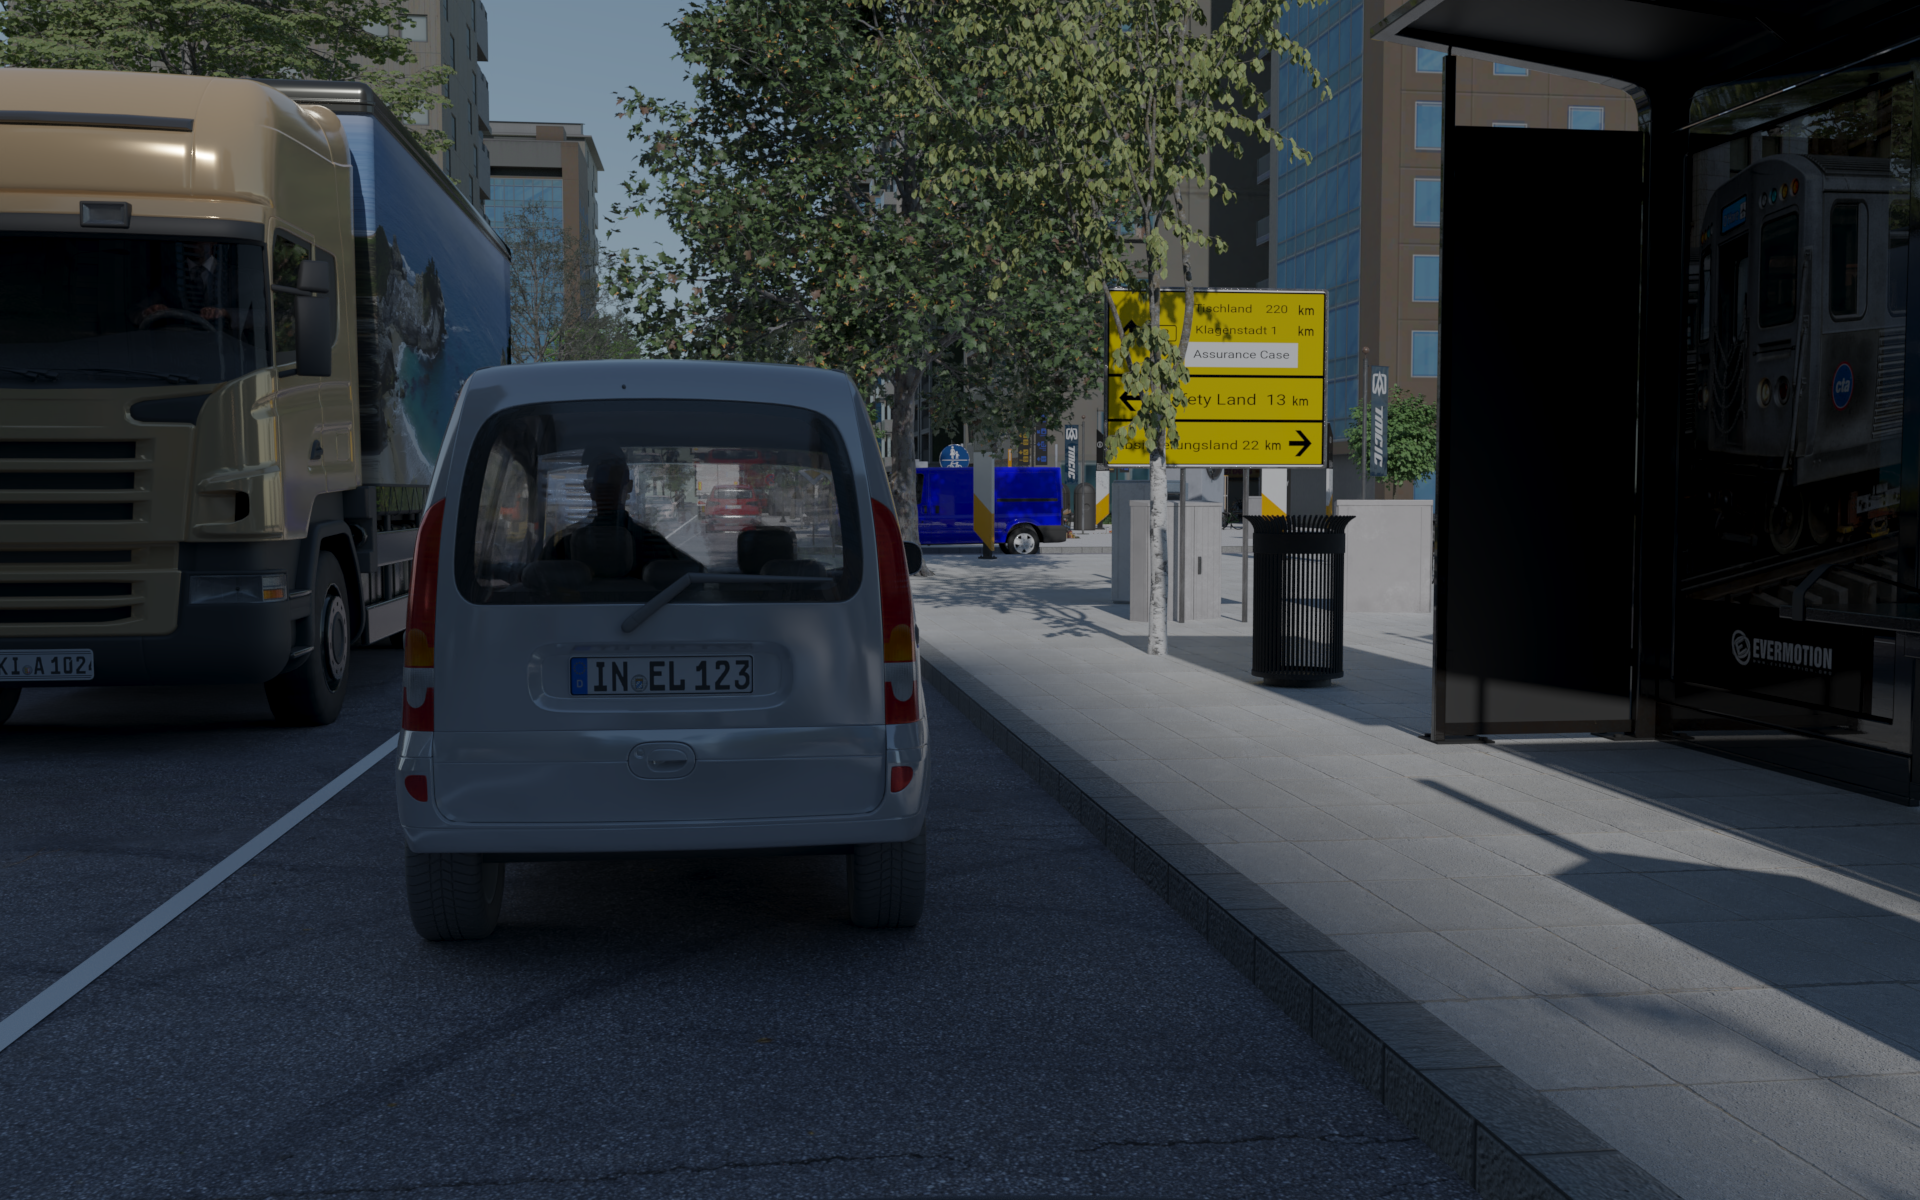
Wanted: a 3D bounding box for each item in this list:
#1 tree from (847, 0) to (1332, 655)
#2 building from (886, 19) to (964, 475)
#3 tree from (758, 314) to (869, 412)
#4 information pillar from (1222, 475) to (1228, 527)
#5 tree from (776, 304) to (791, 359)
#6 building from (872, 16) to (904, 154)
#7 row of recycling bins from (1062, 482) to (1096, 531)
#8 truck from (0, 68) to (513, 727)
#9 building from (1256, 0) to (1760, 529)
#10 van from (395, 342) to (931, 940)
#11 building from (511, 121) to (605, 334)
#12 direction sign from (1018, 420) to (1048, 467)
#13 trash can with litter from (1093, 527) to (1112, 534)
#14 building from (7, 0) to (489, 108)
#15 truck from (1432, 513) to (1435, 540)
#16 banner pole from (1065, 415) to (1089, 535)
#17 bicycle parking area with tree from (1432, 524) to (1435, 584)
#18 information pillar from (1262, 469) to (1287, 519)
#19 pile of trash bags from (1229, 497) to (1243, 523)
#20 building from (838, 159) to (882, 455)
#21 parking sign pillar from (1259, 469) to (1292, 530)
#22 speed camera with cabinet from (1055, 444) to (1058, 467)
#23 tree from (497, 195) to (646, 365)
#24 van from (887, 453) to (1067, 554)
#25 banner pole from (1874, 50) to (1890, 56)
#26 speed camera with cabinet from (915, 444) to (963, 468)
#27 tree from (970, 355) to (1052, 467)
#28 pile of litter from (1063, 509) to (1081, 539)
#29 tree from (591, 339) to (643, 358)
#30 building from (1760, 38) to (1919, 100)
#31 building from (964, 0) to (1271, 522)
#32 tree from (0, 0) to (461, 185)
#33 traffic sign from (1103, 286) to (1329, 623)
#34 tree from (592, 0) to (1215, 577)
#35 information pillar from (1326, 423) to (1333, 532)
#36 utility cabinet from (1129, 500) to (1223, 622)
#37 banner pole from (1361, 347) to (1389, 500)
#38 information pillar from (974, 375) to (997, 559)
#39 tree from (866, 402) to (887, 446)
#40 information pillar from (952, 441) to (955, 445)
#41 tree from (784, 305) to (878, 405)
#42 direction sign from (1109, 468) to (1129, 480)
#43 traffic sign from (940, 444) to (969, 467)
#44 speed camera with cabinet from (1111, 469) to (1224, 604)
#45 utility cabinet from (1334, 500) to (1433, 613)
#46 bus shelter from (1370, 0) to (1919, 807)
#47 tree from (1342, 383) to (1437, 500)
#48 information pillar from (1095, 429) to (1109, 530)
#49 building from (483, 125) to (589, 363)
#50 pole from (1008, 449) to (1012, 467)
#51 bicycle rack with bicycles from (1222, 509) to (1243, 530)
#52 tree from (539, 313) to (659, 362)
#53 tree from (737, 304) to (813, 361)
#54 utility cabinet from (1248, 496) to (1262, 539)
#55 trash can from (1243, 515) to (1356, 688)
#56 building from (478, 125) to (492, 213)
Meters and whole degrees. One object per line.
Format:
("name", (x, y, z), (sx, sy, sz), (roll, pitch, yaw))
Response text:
("tree", (1.352, -3.866, 13.564), (4.737, 8.622, 4.395), (0, 3, 0))
("building", (4.895, -43.067, 142.405), (20.563, 71.187, 20.611), (0, 4, -8))
("tree", (-7.959, -9.235, 85.407), (7.601, 10.594, 8.767), (-1, 4, -18))
("information pillar", (10.348, -3.895, 68.182), (0.304, 2.012, 0.304), (2, 4, 27))
("tree", (-17.948, -18.719, 161.944), (12.611, 20.169, 13.585), (0, 3, 0))
("building", (2.938, -33.606, 169.059), (23.786, 49.044, 30.456), (0, 4, -8))
("row of recycling bins", (3.171, -3.333, 61.601), (3.534, 1.692, 1.069), (2, 4, 26))
("truck", (-5.509, -1.530, 13.934), (2.839, 4.237, 11.283), (0, 4, -8))
("building", (20.065, -25.337, 64.378), (14.200, 45.320, 14.600), (0, 4, -8))
("van", (-1.098, 0.001, 7.003), (2.013, 2.044, 4.112), (0, 4, -7))
("building", (-66.046, -40.295, 248.063), (28.713, 52.752, 27.495), (0, 4, -8))
("direction sign", (1.974, -3.368, 47.056), (0.876, 3.537, 0.379), (2, 4, 28))
("trash can with litter", (5.541, -2.737, 55.805), (2.233, 1.210, 1.678), (2, 4, 35))
("building", (-49.207, -32.790, 125.359), (28.713, 52.752, 27.495), (0, 4, -8))
("truck", (18.967, -3.178, 41.718), (18.799, 4.110, 2.967), (0, 4, -8))
("banner pole", (3.690, -3.970, 54.934), (0.863, 3.779, 0.401), (-1, 4, -16))
("bicycle parking area with tree", (10.132, -2.221, 23.322), (8.231, 4.147, 9.016), (0, 4, 7))
("information pillar", (6.114, -2.583, 33.580), (0.504, 3.616, 0.183), (1, 4, 15))
("pile of trash bags", (11.291, -4.150, 77.606), (3.447, 1.369, 1.912), (1, 4, 22))
("building", (-8.824, -35.208, 225.753), (14.600, 45.320, 14.200), (0, 4, -8))
("parking sign pillar", (11.341, -4.514, 62.271), (1.447, 3.967, 1.447), (-3, 5, -42))
("speed camera with cabinet", (3.445, -4.595, 69.470), (0.660, 3.252, 2.038), (-1, 4, -17))
("tree", (-17.439, -9.899, 72.226), (12.009, 13.543, 11.850), (0, 3, 0))
("van", (-0.302, -2.111, 38.891), (5.245, 2.365, 2.240), (0, 4, -6))
("banner pole", (4.786, -1.161, 8.997), (0.401, 3.779, 0.863), (3, 4, 39))
("speed camera with cabinet", (-0.828, -3.154, 45.912), (0.660, 3.252, 2.038), (-3, 5, -40))
("tree", (2.400, -7.047, 65.578), (4.360, 8.622, 3.978), (0, 3, 0))
("pile of litter", (2.852, -2.222, 50.301), (1.176, 0.858, 1.719), (-1, 4, -14))
("tree", (-25.550, -13.850, 133.101), (9.857, 13.997, 8.962), (0, 3, 0))
("building", (42.126, -25.496, 66.964), (14.200, 45.320, 14.600), (0, 4, -8))
("building", (12.174, -28.463, 89.070), (21.300, 48.544, 21.600), (0, 4, -8))
("tree", (-10.933, -6.514, 24.628), (7.486, 12.596, 7.792), (0, 3, 0))
("traffic sign", (2.529, -1.425, 17.170), (2.265, 3.308, 0.079), (0, 4, -7))
("tree", (-0.859, -6.716, 26.817), (9.611, 12.733, 9.660), (0, 3, 0))
("information pillar", (12.161, -4.015, 57.007), (0.183, 3.616, 0.504), (2, 4, 26))
("utility cabinet", (2.213, -0.398, 17.675), (1.020, 1.237, 0.306), (-2, 4, -35))
("banner pole", (7.073, -2.426, 29.684), (0.863, 3.779, 0.401), (-3, 4, -38))
("information pillar", (0.483, -2.620, 34.187), (0.504, 3.616, 0.183), (3, 5, 41))
("tree", (-3.754, -4.129, 51.222), (4.285, 4.588, 4.351), (0, 3, 0))
("information pillar", (-0.141, -5.162, 75.758), (0.504, 3.616, 0.183), (0, 4, -4))
("tree", (-4.724, -6.540, 57.288), (4.360, 8.622, 3.978), (0, 3, 0))
("direction sign", (5.703, -4.335, 62.882), (0.876, 3.537, 0.379), (1, 4, 9))
("traffic sign", (-0.141, -2.713, 44.464), (0.768, 2.556, 0.104), (0, 3, 0))
("speed camera with cabinet", (2.537, -1.624, 20.892), (0.660, 3.252, 2.038), (2, 4, 32))
("utility cabinet", (4.600, -0.471, 18.868), (1.020, 1.237, 0.306), (0, 4, 7))
("bus shelter", (3.340, -0.896, 5.925), (1.731, 3.624, 6.357), (0, 4, -8))
("tree", (12.962, -4.134, 51.310), (4.285, 4.588, 4.351), (0, 3, 0))
("information pillar", (5.117, -4.337, 62.270), (0.504, 3.616, 0.183), (2, 4, 25))
("building", (-53.386, -34.498, 214.157), (14.600, 45.320, 14.200), (0, 4, -8))
("pole", (2.264, -5.181, 78.559), (0.158, 3.312, 0.155), (0, 3, 0))
("bicycle rack with bicycles", (8.921, -3.007, 62.545), (2.925, 0.926, 2.852), (1, 4, 18))
("tree", (-20.582, -10.509, 97.582), (9.928, 11.665, 9.643), (0, 3, 0))
("tree", (-11.546, -12.388, 109.198), (9.857, 13.997, 8.962), (0, 3, 0))
("utility cabinet", (8.637, -2.328, 49.232), (0.306, 1.237, 1.020), (-2, 4, -34))
("trash can", (2.274, 0.000, 11.649), (0.748, 1.137, 0.748), (0, 3, 0))
("building", (-54.774, -28.078, 150.952), (32.217, 40.220, 23.993), (0, 4, -8))
